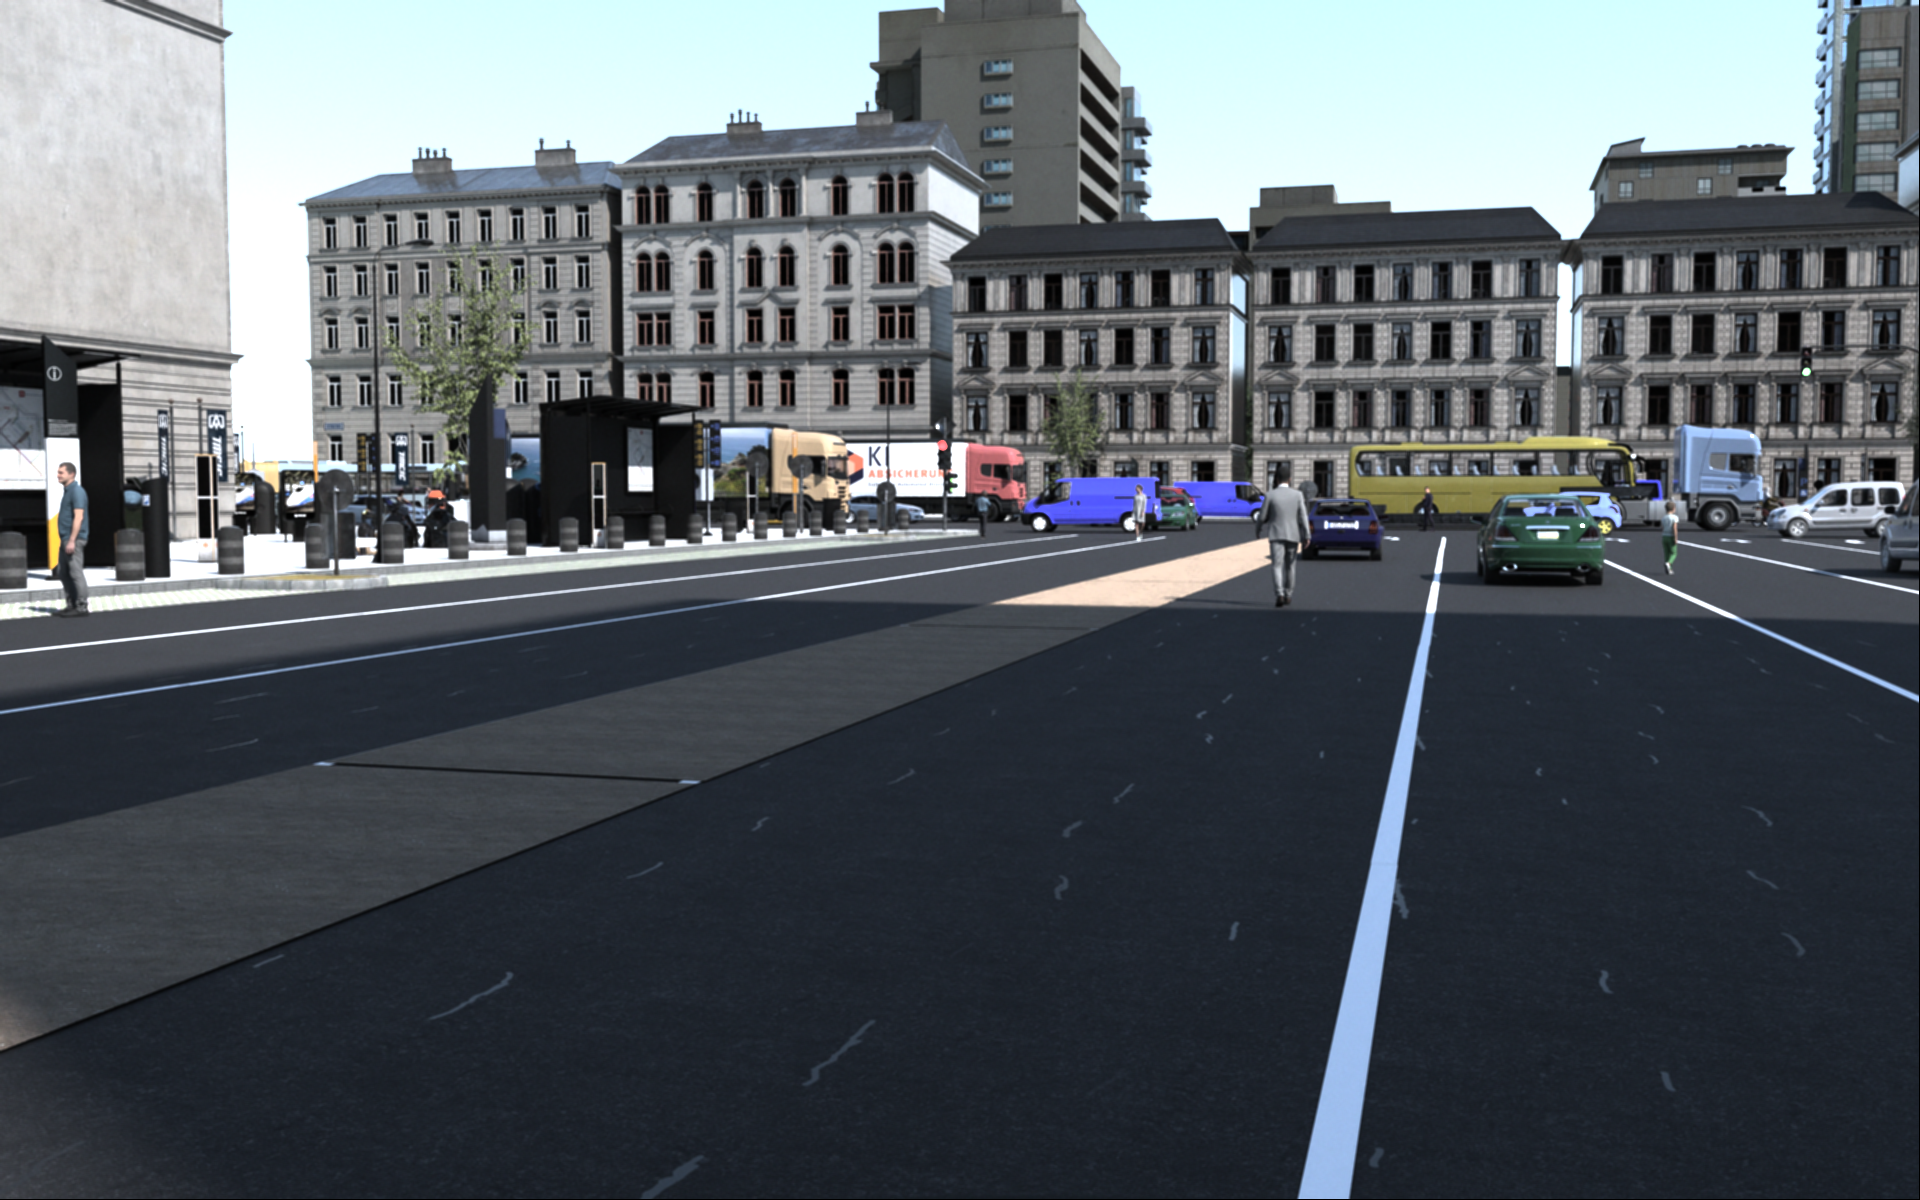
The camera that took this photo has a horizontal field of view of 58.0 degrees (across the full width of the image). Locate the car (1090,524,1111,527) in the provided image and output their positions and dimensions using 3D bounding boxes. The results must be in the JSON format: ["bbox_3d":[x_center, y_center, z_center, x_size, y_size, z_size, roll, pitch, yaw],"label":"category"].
[{"bbox_3d":[7.160,-4.197,77.286,2.281,1.827,5.304,1,4,16],"label":"car"}]

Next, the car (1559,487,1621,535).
[{"bbox_3d":[21.380,-3.153,61.148,3.694,1.707,1.945,1,4,18],"label":"car"}]

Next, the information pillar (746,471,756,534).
[{"bbox_3d":[-6.751,-3.156,56.091,0.304,2.012,0.304,-1,4,-16],"label":"information pillar"}]

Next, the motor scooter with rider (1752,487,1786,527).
[{"bbox_3d":[35.753,-4.103,76.051,1.986,1.779,0.876,1,4,17],"label":"motor scooter with rider"}]

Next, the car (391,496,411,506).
[{"bbox_3d":[-28.264,-4.322,83.241,3.894,1.354,1.945,1,4,16],"label":"car"}]

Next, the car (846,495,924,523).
[{"bbox_3d":[-3.966,-4.456,84.861,4.499,1.417,2.014,1,4,16],"label":"car"}]

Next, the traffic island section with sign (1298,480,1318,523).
[{"bbox_3d":[11.517,-3.029,57.654,2.006,1.907,1.989,1,4,16],"label":"traffic island section with sign"}]

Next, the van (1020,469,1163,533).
[{"bbox_3d":[4.878,-3.685,64.635,5.245,2.365,2.240,1,4,14],"label":"van"}]

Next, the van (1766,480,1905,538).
[{"bbox_3d":[28.919,-3.070,57.209,4.112,2.044,2.013,1,4,14],"label":"van"}]

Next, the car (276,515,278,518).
[{"bbox_3d":[-38.685,-5.486,102.058,4.827,1.381,2.083,1,4,17],"label":"car"}]

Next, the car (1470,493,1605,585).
[{"bbox_3d":[9.622,-1.044,28.861,2.131,1.459,4.920,1,4,15],"label":"car"}]

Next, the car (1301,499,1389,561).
[{"bbox_3d":[8.588,-1.600,38.746,1.945,1.354,3.894,1,4,14],"label":"car"}]

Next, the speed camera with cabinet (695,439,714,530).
[{"bbox_3d":[-9.600,-4.102,61.408,2.038,3.252,0.660,3,5,43],"label":"speed camera with cabinet"}]

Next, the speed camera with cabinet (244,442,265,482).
[{"bbox_3d":[-27.389,-4.349,65.446,2.038,3.252,0.660,-2,4,-27],"label":"speed camera with cabinet"}]

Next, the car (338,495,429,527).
[{"bbox_3d":[-24.965,-3.837,74.731,4.499,1.417,2.014,1,4,15],"label":"car"}]

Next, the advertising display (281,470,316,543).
[{"bbox_3d":[-17.527,-2.489,45.906,0.123,1.923,0.974,2,4,31],"label":"advertising display"}]

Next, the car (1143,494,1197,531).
[{"bbox_3d":[8.326,-3.486,68.792,2.131,1.459,4.920,1,4,14],"label":"car"}]

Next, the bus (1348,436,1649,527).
[{"bbox_3d":[23.191,-5.114,75.158,12.252,3.916,2.896,1,4,16],"label":"bus"}]

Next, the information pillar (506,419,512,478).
[{"bbox_3d":[-14.086,-3.830,53.979,0.183,3.616,0.504,0,4,2],"label":"information pillar"}]

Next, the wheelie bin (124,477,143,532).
[{"bbox_3d":[-15.275,-1.474,32.002,0.693,1.594,0.980,-3,5,-41],"label":"wheelie bin"}]

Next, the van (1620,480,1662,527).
[{"bbox_3d":[30.201,-4.472,77.509,2.240,2.365,5.245,1,4,16],"label":"van"}]

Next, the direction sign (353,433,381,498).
[{"bbox_3d":[-21.953,-4.428,64.399,0.876,3.537,0.379,0,4,1],"label":"direction sign"}]

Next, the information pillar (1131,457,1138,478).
[{"bbox_3d":[10.920,-7.156,108.358,0.504,3.616,0.183,3,4,38],"label":"information pillar"}]

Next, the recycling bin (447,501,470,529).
[{"bbox_3d":[-17.503,-2.904,60.033,0.722,1.027,0.722,-1,4,-22],"label":"recycling bin"}]

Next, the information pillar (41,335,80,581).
[{"bbox_3d":[-13.346,-2.102,25.723,0.183,3.616,0.504,3,4,36],"label":"information pillar"}]

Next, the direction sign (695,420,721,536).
[{"bbox_3d":[-7.717,-3.719,52.811,0.876,3.537,0.379,0,4,8],"label":"direction sign"}]

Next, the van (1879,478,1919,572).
[{"bbox_3d":[17.508,-1.434,30.450,2.013,2.044,4.112,1,4,15],"label":"van"}]

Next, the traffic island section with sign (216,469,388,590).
[{"bbox_3d":[-9.925,-1.096,26.554,1.989,1.847,2.006,1,4,16],"label":"traffic island section with sign"}]

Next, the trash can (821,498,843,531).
[{"bbox_3d":[-4.467,-2.987,60.493,0.748,1.137,0.748,0,3,0],"label":"trash can"}]

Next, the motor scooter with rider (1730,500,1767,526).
[{"bbox_3d":[35.511,-4.203,77.677,1.986,1.779,0.876,1,4,16],"label":"motor scooter with rider"}]

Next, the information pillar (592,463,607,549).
[{"bbox_3d":[-8.469,-2.213,40.675,0.304,2.012,0.304,0,4,-5],"label":"information pillar"}]

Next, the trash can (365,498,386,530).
[{"bbox_3d":[-20.879,-3.073,61.895,0.748,1.137,0.748,0,3,0],"label":"trash can"}]

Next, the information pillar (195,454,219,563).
[{"bbox_3d":[-13.998,-1.696,32.223,0.304,2.012,0.304,0,4,-2],"label":"information pillar"}]

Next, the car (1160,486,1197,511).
[{"bbox_3d":[8.780,-4.597,83.831,5.304,1.827,2.281,1,4,16],"label":"car"}]

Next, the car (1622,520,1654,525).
[{"bbox_3d":[31.349,-4.324,82.499,4.920,1.459,2.131,1,4,17],"label":"car"}]

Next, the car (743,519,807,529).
[{"bbox_3d":[-7.577,-3.830,72.842,3.980,1.641,2.015,1,4,17],"label":"car"}]

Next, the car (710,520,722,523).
[{"bbox_3d":[-10.732,-4.490,85.778,4.827,1.381,2.083,1,4,15],"label":"car"}]

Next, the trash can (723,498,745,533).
[{"bbox_3d":[-7.523,-2.817,57.704,0.748,1.137,0.748,0,3,0],"label":"trash can"}]

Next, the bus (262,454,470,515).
[{"bbox_3d":[-30.241,-5.854,90.572,13.247,3.499,2.948,1,4,18],"label":"bus"}]

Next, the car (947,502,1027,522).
[{"bbox_3d":[1.422,-4.849,91.282,4.499,1.417,2.014,1,4,16],"label":"car"}]

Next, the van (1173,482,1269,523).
[{"bbox_3d":[13.126,-4.966,85.575,5.245,2.365,2.240,1,4,17],"label":"van"}]

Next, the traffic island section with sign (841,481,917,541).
[{"bbox_3d":[-2.395,-2.719,53.080,1.989,1.847,2.006,1,4,16],"label":"traffic island section with sign"}]
